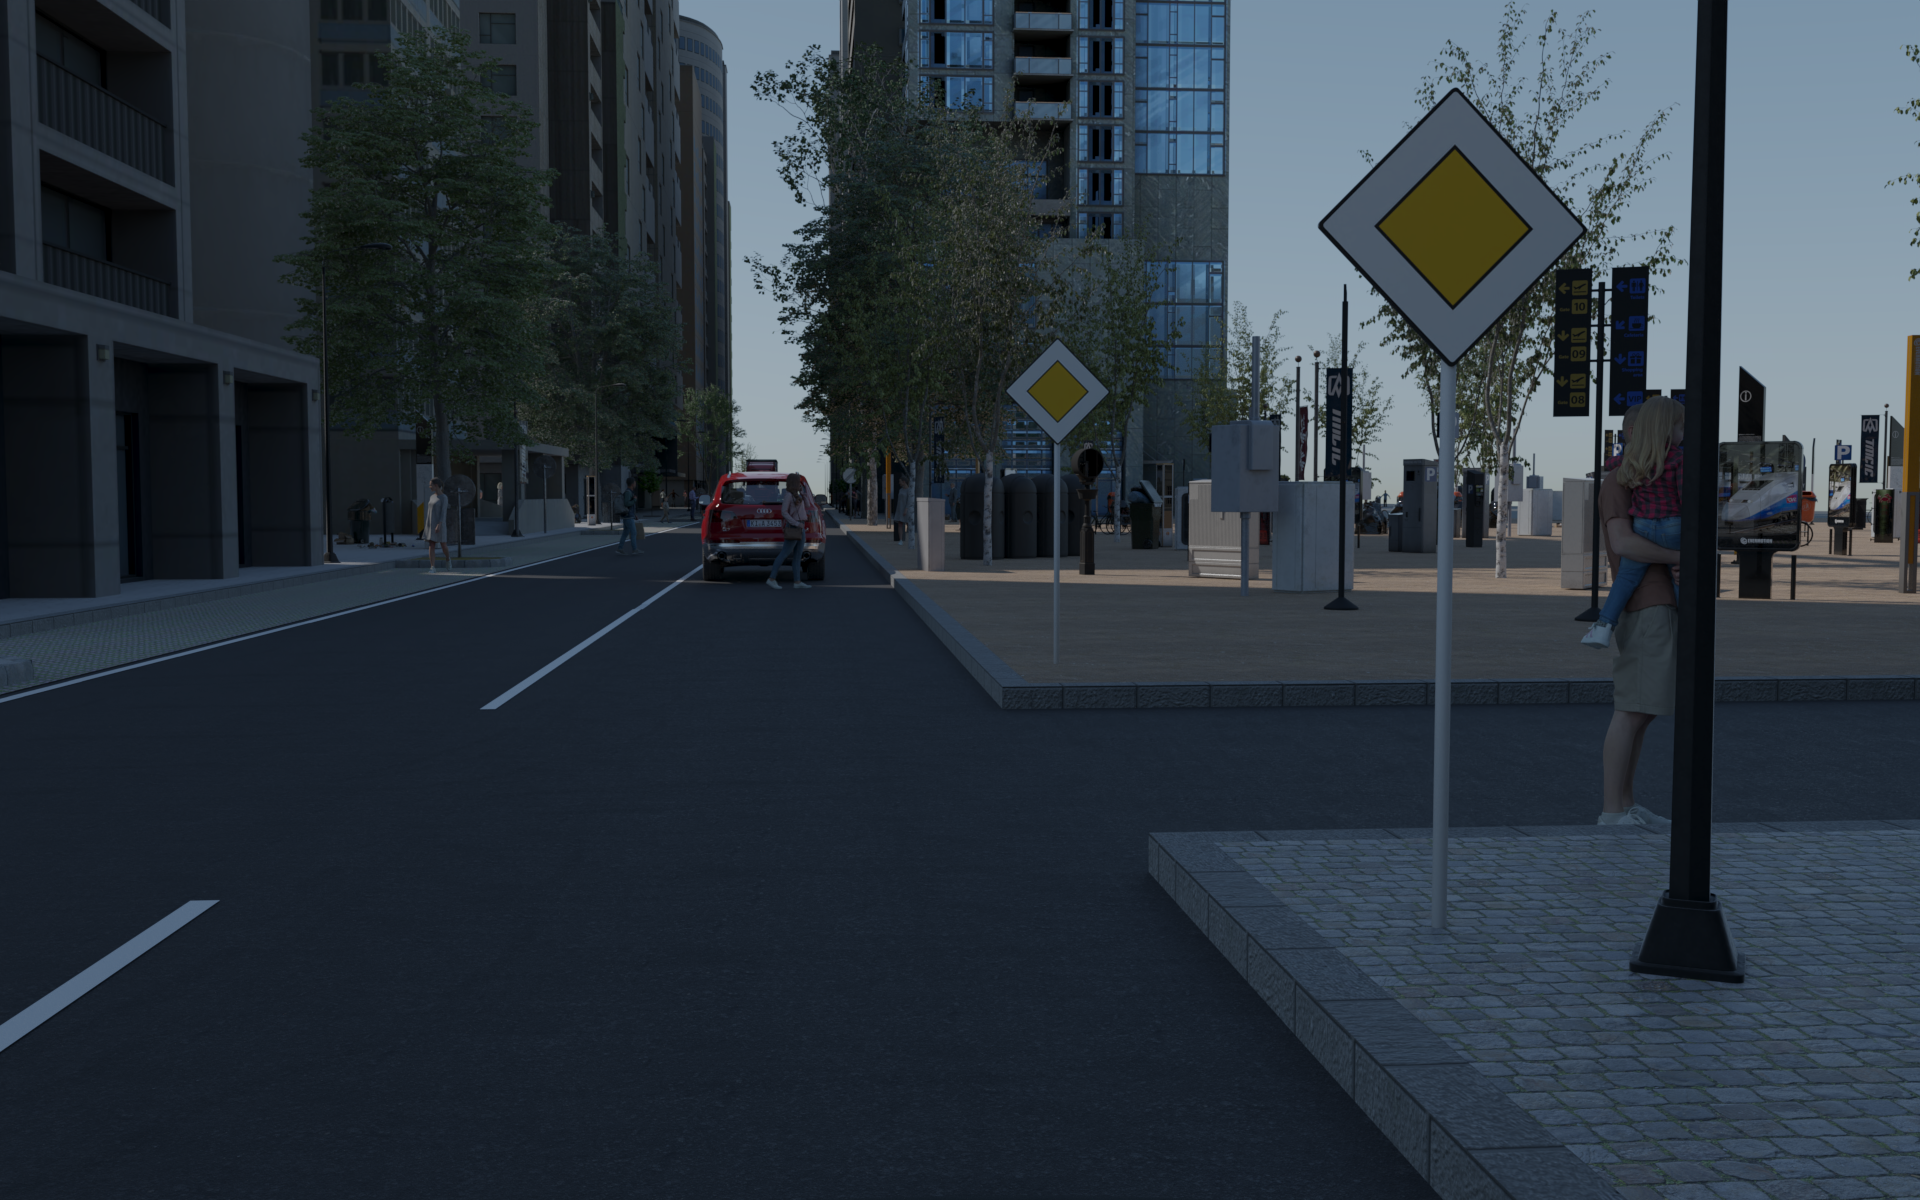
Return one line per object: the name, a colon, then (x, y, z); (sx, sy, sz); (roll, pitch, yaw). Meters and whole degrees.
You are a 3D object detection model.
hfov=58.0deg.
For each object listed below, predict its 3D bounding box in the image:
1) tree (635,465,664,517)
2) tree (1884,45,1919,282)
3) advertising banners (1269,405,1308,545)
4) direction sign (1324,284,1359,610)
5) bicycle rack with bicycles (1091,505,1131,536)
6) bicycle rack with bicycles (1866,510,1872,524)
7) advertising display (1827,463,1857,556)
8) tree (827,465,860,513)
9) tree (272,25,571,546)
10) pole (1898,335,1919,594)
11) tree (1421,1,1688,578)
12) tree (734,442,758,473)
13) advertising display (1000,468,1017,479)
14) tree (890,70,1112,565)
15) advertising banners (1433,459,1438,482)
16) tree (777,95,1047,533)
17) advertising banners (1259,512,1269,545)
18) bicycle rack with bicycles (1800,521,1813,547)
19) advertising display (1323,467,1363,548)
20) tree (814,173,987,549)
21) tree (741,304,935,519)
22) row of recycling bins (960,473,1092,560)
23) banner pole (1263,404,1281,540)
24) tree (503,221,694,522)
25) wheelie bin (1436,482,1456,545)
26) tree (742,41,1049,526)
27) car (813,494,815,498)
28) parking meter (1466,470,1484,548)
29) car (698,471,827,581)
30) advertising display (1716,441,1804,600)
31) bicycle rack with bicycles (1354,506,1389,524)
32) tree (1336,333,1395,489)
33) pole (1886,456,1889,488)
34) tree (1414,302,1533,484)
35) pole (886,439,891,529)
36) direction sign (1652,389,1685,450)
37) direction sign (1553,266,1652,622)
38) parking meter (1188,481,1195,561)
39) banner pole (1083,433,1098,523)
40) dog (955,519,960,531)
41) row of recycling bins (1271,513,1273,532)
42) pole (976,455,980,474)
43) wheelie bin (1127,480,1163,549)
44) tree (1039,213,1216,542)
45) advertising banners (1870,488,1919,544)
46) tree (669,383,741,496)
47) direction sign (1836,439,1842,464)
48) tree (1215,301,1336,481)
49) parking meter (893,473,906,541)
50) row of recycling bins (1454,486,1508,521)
tree: (-17.691, -6.361, 98.600); (1.663, 3.219, 1.824); (0, 3, 0)
tree: (15.987, -4.629, 26.053); (4.737, 8.622, 4.395); (0, 3, 0)
advertising banners: (6.701, -2.382, 35.135); (0.090, 3.025, 2.074); (0, 4, -7)
direction sign: (4.241, -1.662, 19.165); (0.379, 3.537, 0.876); (1, 4, 13)
bicycle rack with bicycles: (5.256, -2.523, 54.634); (2.925, 0.926, 2.852); (-1, 4, -20)
bicycle rack with bicycles: (39.873, -3.686, 73.646); (2.925, 0.926, 2.852); (-2, 4, -30)
advertising display: (18.508, -1.905, 36.358); (0.123, 1.923, 0.974); (0, 4, 1)
tree: (-7.703, -7.400, 115.592); (1.663, 3.219, 1.824); (0, 3, 0)
tree: (-13.056, -7.605, 42.465); (7.486, 12.596, 7.792); (0, 3, 0)
pole: (12.252, -1.740, 22.298); (0.158, 3.312, 0.155); (0, 3, 0)
tree: (8.496, -4.641, 26.246); (4.360, 8.622, 3.978); (0, 3, 0)
tree: (-30.401, -18.096, 246.236); (4.737, 8.622, 4.395); (0, 3, 0)
advertising display: (1.212, -2.327, 43.260); (0.123, 1.923, 0.974); (1, 4, 20)
tree: (0.590, -4.940, 31.133); (4.360, 8.622, 3.978); (0, 3, 0)
advertising banners: (24.472, -5.513, 86.328); (2.074, 3.025, 0.090); (-1, 4, -17)
tree: (-1.382, -9.215, 57.327); (9.857, 13.997, 8.962); (0, 3, 0)
advertising banners: (7.663, -2.895, 43.525); (0.090, 3.025, 2.074); (-2, 4, -25)
bicycle rack with bicycles: (19.786, -1.808, 42.948); (2.852, 0.926, 2.925); (-2, 4, -33)
advertising display: (9.115, -2.204, 41.247); (0.974, 1.923, 0.123); (3, 4, 38)
tree: (-1.204, -5.499, 40.270); (4.737, 8.622, 4.395); (0, 3, 0)
tree: (-4.840, -10.063, 90.290); (9.928, 11.665, 9.643); (0, 3, 0)
row of recycling bins: (1.414, -1.706, 35.014); (1.069, 1.692, 3.534); (3, 5, 44)
banner pole: (8.585, -3.539, 47.872); (0.401, 3.779, 0.863); (-2, 4, -34)
tree: (-16.999, -10.604, 80.024); (9.857, 13.997, 8.962); (0, 3, 0)
wheelie bin: (12.023, -2.194, 43.780); (0.980, 1.594, 0.693); (1, 4, 10)
tree: (-2.737, -13.149, 70.873); (12.611, 20.169, 13.585); (0, 3, 0)
car: (-19.095, -12.905, 220.581); (1.945, 1.707, 3.694); (0, 4, -6)
parking meter: (12.389, -2.199, 41.672); (0.255, 1.863, 0.399); (-1, 4, -18)
car: (-3.424, -1.315, 30.167); (2.281, 1.827, 5.304); (0, 4, -7)
advertising display: (9.736, -0.975, 21.152); (0.974, 1.923, 0.123); (2, 4, 34)
bicycle rack with bicycles: (16.492, -3.679, 73.541); (2.852, 0.926, 2.925); (-1, 4, -16)
tree: (17.462, -7.829, 78.371); (4.737, 8.622, 4.395); (0, 3, 0)
pole: (49.518, -6.027, 92.379); (0.158, 3.312, 0.155); (0, 3, 0)
tree: (18.050, -6.695, 59.819); (4.737, 8.622, 4.395); (0, 3, 0)
pole: (-2.639, -4.287, 63.944); (0.158, 3.312, 0.155); (0, 3, 0)
direction sign: (15.213, -2.778, 37.418); (0.876, 3.537, 0.379); (1, 4, 11)
direction sign: (6.422, -1.555, 17.425); (0.876, 3.537, 0.379); (1, 4, 18)
parking meter: (4.546, -1.512, 33.140); (0.372, 1.533, 0.369); (0, 3, 0)
banner pole: (5.405, -4.949, 70.936); (0.863, 3.779, 0.401); (-1, 4, -19)
dog: (0.227, -2.638, 60.862); (0.748, 0.427, 0.550); (1, 4, 10)
row of recycling bins: (10.424, -3.142, 58.483); (3.534, 1.692, 1.069); (-1, 4, -20)
pole: (0.896, -5.770, 88.177); (0.158, 3.312, 0.155); (0, 3, 0)
wheelie bin: (4.300, -1.989, 40.427); (0.693, 1.594, 0.980); (2, 4, 26)
tree: (4.141, -5.855, 46.088); (4.737, 8.622, 4.395); (0, 3, 0)
advertising banners: (24.744, -2.975, 44.836); (2.074, 3.025, 0.090); (3, 5, 45)
tree: (-23.798, -14.538, 163.454); (9.928, 11.665, 9.643); (0, 3, 0)
direction sign: (36.489, -4.893, 71.992); (0.379, 3.537, 0.876); (3, 4, 38)
tree: (10.998, -7.026, 65.233); (4.737, 8.622, 4.395); (0, 3, 0)
parking meter: (-1.645, -2.534, 47.145); (0.255, 1.863, 0.399); (1, 4, 13)
row of recycling bins: (24.538, -4.658, 83.273); (3.534, 1.692, 1.069); (2, 4, 24)
